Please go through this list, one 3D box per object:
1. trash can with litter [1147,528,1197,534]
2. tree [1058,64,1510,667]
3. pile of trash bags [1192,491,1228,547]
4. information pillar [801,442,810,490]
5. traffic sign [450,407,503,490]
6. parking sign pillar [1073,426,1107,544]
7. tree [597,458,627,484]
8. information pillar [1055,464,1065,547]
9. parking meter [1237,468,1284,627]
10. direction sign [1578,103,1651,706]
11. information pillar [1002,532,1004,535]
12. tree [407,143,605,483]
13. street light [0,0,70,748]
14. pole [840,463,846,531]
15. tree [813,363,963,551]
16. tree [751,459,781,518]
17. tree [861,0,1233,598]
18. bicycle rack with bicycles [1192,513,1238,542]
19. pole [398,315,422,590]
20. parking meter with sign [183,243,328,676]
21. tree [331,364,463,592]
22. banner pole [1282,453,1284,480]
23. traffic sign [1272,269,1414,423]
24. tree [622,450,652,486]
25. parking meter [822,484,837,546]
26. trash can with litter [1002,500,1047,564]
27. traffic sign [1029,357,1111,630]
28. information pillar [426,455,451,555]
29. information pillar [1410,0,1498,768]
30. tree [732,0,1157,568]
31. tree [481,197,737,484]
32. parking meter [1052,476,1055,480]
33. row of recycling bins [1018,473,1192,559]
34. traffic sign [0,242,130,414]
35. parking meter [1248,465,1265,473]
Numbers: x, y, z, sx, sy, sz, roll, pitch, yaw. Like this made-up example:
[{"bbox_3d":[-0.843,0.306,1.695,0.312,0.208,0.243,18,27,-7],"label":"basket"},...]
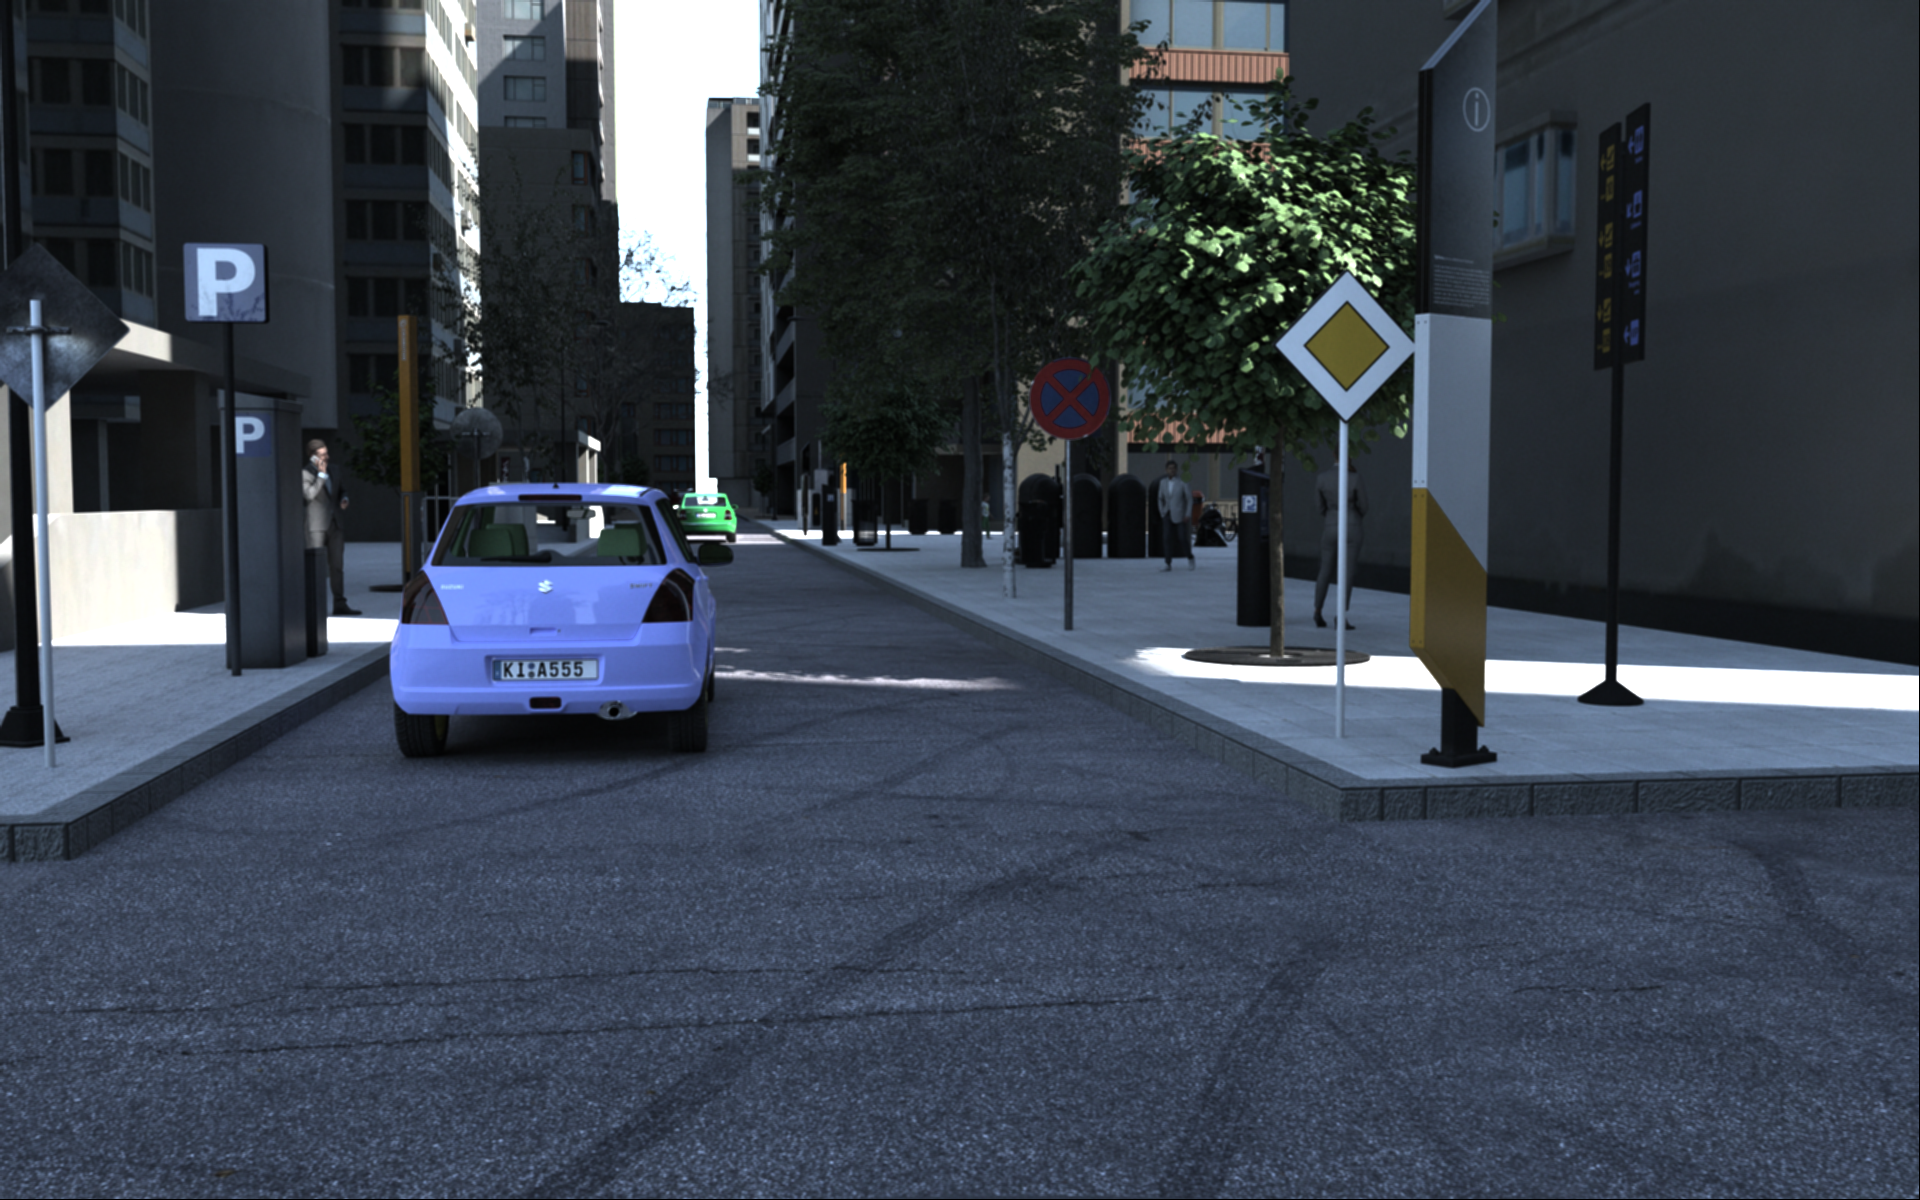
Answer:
[{"bbox_3d":[6.735,-2.696,55.143,2.233,1.210,1.678,0,4,-5],"label":"trash can with litter"},{"bbox_3d":[2.465,-1.821,13.490,4.285,4.588,4.351,0,3,0],"label":"tree"},{"bbox_3d":[5.812,-2.061,43.453,1.912,1.369,3.447,1,4,11],"label":"pile of trash bags"},{"bbox_3d":[-6.927,-5.283,77.735,0.183,3.616,0.504,3,5,40],"label":"information pillar"},{"bbox_3d":[-7.080,-1.546,25.385,0.768,2.556,0.104,0,4,-6],"label":"traffic sign"},{"bbox_3d":[3.197,-3.449,44.861,1.447,3.967,1.447,-1,4,-19],"label":"parking sign pillar"},{"bbox_3d":[-16.682,-5.300,81.251,1.663,3.219,1.824,0,3,0],"label":"tree"},{"bbox_3d":[2.496,-2.282,41.807,0.304,2.012,0.304,3,5,42],"label":"information pillar"},{"bbox_3d":[2.892,-0.517,16.865,0.372,1.533,0.369,0,3,0],"label":"parking meter"},{"bbox_3d":[4.002,-1.135,10.550,0.379,3.537,0.876,0,4,4],"label":"direction sign"},{"bbox_3d":[1.431,-3.867,54.586,0.183,3.616,0.504,0,4,-1],"label":"information pillar"},{"bbox_3d":[-9.243,-5.245,36.116,4.360,8.622,3.978,0,3,0],"label":"tree"},{"bbox_3d":[-4.255,-2.218,8.813,1.470,5.913,1.316,-1,4,-9],"label":"street light"},{"bbox_3d":[-4.035,-4.030,59.730,0.158,3.312,0.155,0,3,0],"label":"pole"},{"bbox_3d":[-1.593,-3.398,39.277,4.285,4.588,4.351,0,3,0],"label":"tree"},{"bbox_3d":[-10.615,-6.122,94.701,1.663,3.219,1.824,0,3,0],"label":"tree"},{"bbox_3d":[0.803,-4.323,21.039,4.360,8.622,3.978,0,3,0],"label":"tree"},{"bbox_3d":[7.524,-2.132,48.246,2.925,0.926,2.852,-3,4,-38],"label":"bicycle rack with bicycles"},{"bbox_3d":[-6.309,-1.592,19.871,0.158,3.312,0.155,0,3,0],"label":"pole"},{"bbox_3d":[-5.188,-1.021,12.956,0.543,3.016,1.738,0,4,-6],"label":"parking meter with sign"},{"bbox_3d":[-7.294,-1.747,23.169,1.663,3.219,1.824,0,3,0],"label":"tree"},{"bbox_3d":[7.020,-2.900,37.431,0.401,3.779,0.863,-1,4,-21],"label":"banner pole"},{"bbox_3d":[2.026,-0.419,9.046,0.795,2.593,0.064,-1,4,-9],"label":"traffic sign"},{"bbox_3d":[-24.415,-8.824,127.988,4.285,4.588,4.351,0,3,0],"label":"tree"},{"bbox_3d":[-3.258,-2.131,43.249,0.372,1.533,0.369,0,3,0],"label":"parking meter"},{"bbox_3d":[1.140,-1.239,31.644,0.624,1.170,1.055,-2,4,-34],"label":"trash can with litter"},{"bbox_3d":[1.025,-0.988,16.256,0.768,2.556,0.104,0,4,0],"label":"traffic sign"},{"bbox_3d":[-8.931,-1.539,29.652,0.304,2.012,0.304,3,4,36],"label":"information pillar"},{"bbox_3d":[2.318,-1.025,8.114,0.504,3.616,0.183,-3,4,-37],"label":"information pillar"},{"bbox_3d":[-0.179,-6.834,29.868,7.486,12.596,7.792,0,3,0],"label":"tree"},{"bbox_3d":[-14.851,-9.906,72.337,12.009,13.543,11.850,0,3,0],"label":"tree"},{"bbox_3d":[2.828,-2.684,49.595,0.399,1.863,0.255,-3,4,-38],"label":"parking meter"},{"bbox_3d":[2.944,-1.702,34.948,3.534,1.692,1.069,-1,4,-8],"label":"row of recycling bins"},{"bbox_3d":[-4.297,-0.361,8.095,0.795,2.593,0.064,-1,4,-9],"label":"traffic sign"},{"bbox_3d":[5.927,-1.790,34.970,0.255,1.863,0.399,-2,4,-32],"label":"parking meter"}]
